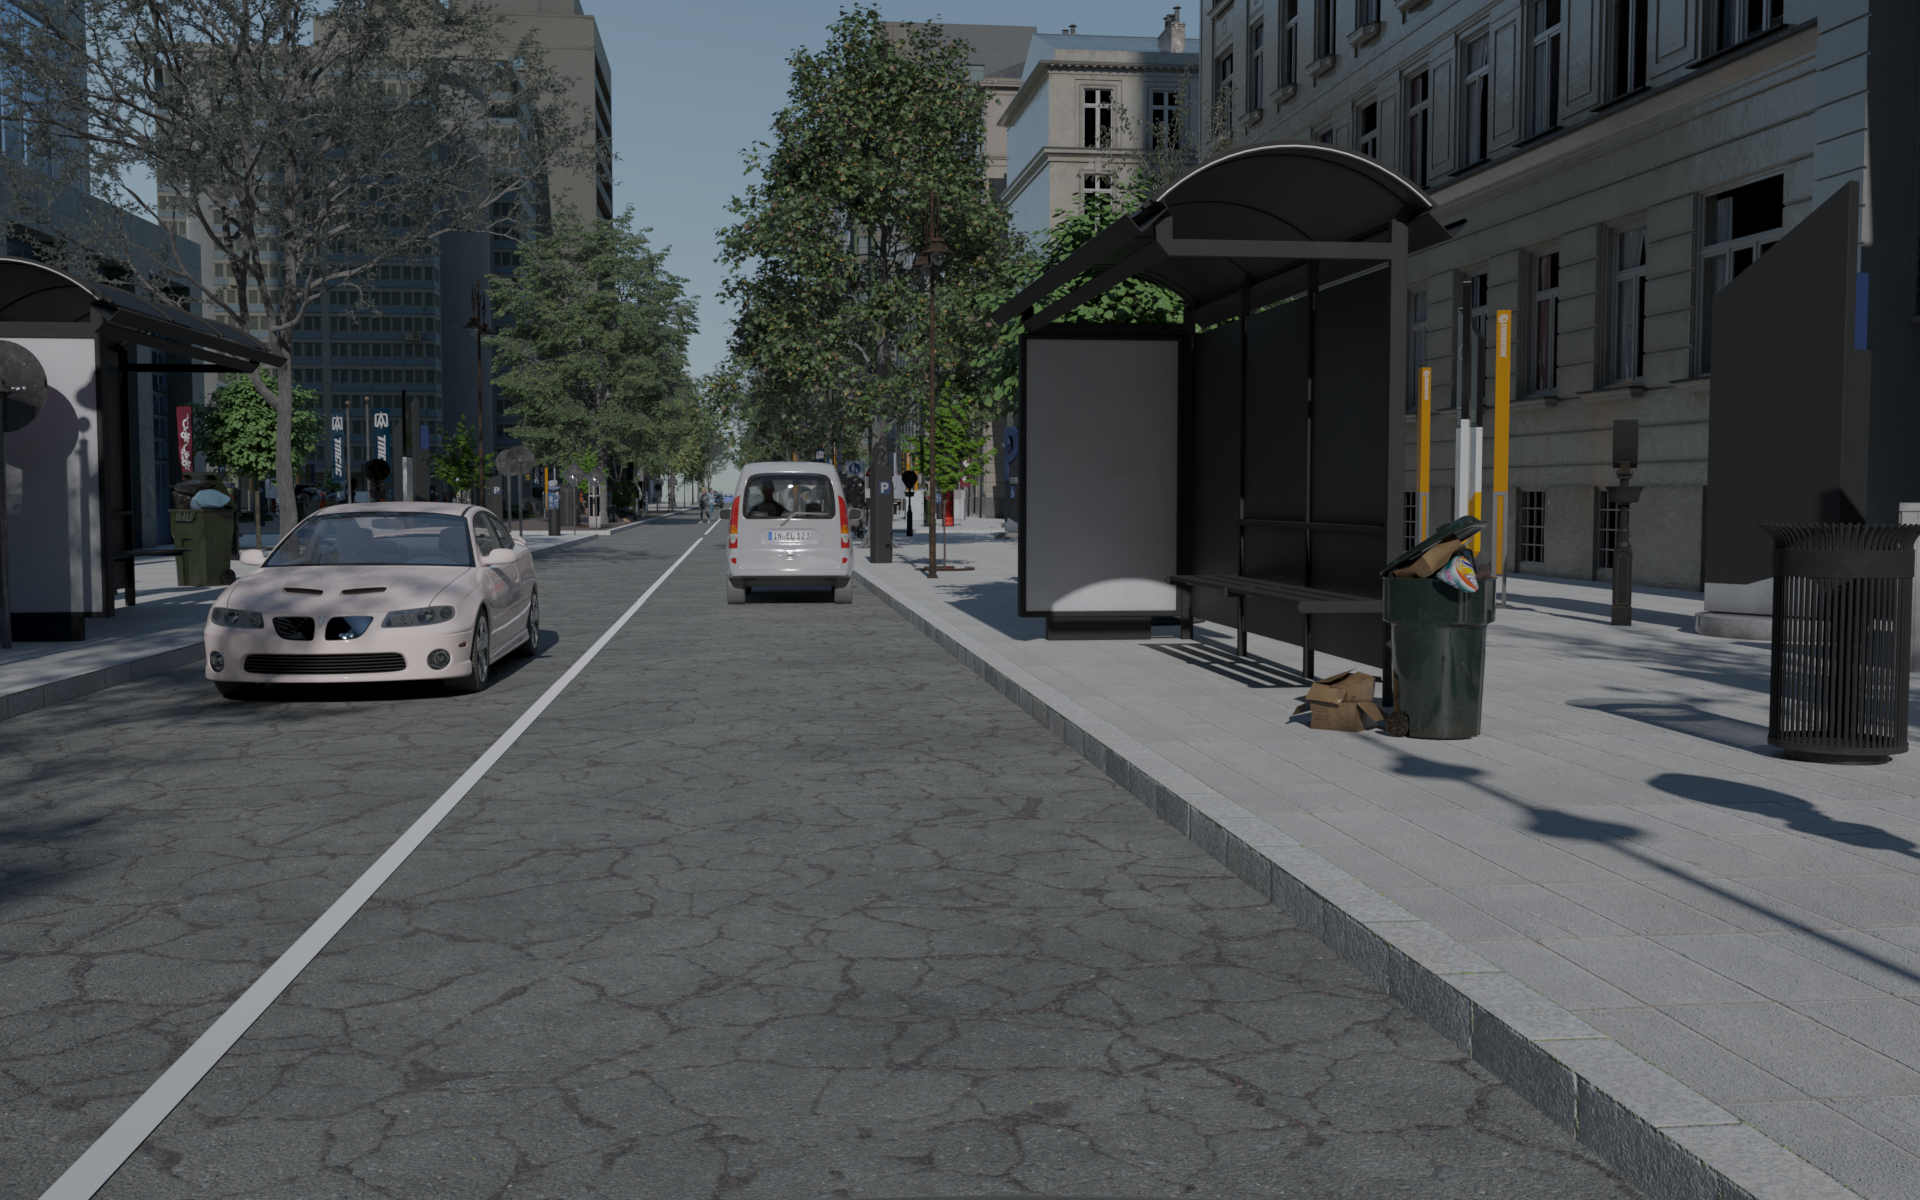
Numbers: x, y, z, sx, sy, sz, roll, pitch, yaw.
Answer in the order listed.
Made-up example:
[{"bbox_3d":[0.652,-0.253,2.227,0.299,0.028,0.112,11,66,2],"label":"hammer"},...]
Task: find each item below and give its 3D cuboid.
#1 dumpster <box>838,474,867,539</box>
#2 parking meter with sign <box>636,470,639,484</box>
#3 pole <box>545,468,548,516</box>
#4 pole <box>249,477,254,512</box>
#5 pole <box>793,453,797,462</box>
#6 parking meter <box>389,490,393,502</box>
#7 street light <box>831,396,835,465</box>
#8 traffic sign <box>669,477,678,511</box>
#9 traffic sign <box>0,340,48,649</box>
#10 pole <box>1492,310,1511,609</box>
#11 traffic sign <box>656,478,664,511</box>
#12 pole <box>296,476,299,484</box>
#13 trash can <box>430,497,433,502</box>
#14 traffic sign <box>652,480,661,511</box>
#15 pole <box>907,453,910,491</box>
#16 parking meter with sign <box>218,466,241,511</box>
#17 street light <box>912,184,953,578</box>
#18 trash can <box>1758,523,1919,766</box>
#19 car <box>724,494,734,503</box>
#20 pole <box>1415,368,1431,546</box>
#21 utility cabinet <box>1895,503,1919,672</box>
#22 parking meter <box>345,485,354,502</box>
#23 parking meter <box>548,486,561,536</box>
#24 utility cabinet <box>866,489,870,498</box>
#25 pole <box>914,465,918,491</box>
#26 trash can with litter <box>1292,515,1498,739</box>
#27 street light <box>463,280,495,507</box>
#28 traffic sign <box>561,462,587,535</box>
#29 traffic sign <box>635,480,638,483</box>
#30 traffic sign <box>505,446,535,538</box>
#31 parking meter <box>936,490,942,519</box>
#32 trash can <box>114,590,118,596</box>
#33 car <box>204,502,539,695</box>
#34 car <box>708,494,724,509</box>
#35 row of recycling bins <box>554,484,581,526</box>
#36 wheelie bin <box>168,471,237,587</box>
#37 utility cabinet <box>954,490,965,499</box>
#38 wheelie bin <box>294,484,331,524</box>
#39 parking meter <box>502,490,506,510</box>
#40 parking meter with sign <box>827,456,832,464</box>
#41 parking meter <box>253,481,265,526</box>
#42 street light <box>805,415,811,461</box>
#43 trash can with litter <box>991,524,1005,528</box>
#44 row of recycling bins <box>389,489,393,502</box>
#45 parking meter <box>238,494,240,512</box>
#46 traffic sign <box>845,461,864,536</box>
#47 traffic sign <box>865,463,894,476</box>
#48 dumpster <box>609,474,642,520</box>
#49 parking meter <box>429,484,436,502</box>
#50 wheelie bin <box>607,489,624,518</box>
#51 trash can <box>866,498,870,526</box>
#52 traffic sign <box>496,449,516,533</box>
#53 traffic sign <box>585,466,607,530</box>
[{"bbox_3d":[-3.323,-2.688,49.712,1.264,1.857,1.865,0,4,-7],"label":"dumpster"},{"bbox_3d":[-23.082,-7.779,123.448,0.543,3.016,1.738,1,4,12],"label":"parking meter with sign"},{"bbox_3d":[-23.836,-6.481,99.809,0.158,3.312,0.155,0,3,0],"label":"pole"},{"bbox_3d":[-43.330,-6.851,105.856,0.158,3.312,0.155,0,3,0],"label":"pole"},{"bbox_3d":[-8.019,-5.537,84.381,0.158,3.312,0.155,0,3,0],"label":"pole"},{"bbox_3d":[-38.147,-6.606,116.415,0.372,1.533,0.369,0,3,0],"label":"parking meter"},{"bbox_3d":[-4.020,-5.016,54.795,0.468,5.910,1.993,0,4,-7],"label":"street light"},{"bbox_3d":[-22.039,-8.119,132.847,0.768,2.556,0.104,0,4,0],"label":"traffic sign"},{"bbox_3d":[-7.931,-0.870,14.324,0.768,2.556,0.104,0,4,-4],"label":"traffic sign"},{"bbox_3d":[6.040,-1.559,19.331,0.158,3.312,0.155,0,3,0],"label":"pole"},{"bbox_3d":[-23.465,-8.258,135.120,0.768,2.556,0.104,0,4,-5],"label":"traffic sign"},{"bbox_3d":[-47.754,-8.017,124.920,0.158,3.312,0.155,0,3,0],"label":"pole"},{"bbox_3d":[-28.172,-4.880,91.441,0.748,1.137,0.748,0,3,0],"label":"trash can"},{"bbox_3d":[-22.458,-7.713,128.235,0.606,2.300,0.079,0,4,-7],"label":"traffic sign"},{"bbox_3d":[-2.540,-5.599,85.385,0.158,3.312,0.155,0,3,0],"label":"pole"},{"bbox_3d":[-47.296,-7.083,112.067,1.738,3.016,0.543,1,4,13],"label":"parking meter with sign"},{"bbox_3d":[-0.419,-3.269,26.230,0.468,5.910,1.993,0,4,-7],"label":"street light"},{"bbox_3d":[4.251,0.201,8.366,0.748,1.137,0.748,0,3,0],"label":"trash can"},{"bbox_3d":[-36.339,-16.029,271.668,1.945,1.707,3.694,0,4,-7],"label":"car"},{"bbox_3d":[7.499,-2.092,28.054,0.158,3.312,0.155,0,3,0],"label":"pole"},{"bbox_3d":[7.296,-0.076,12.397,1.020,1.237,0.306,2,4,34],"label":"utility cabinet"},{"bbox_3d":[-32.191,-5.235,91.296,0.399,1.863,0.255,1,4,15],"label":"parking meter"},{"bbox_3d":[-12.423,-2.728,53.018,0.372,1.533,0.369,0,3,0],"label":"parking meter"},{"bbox_3d":[-3.900,-3.781,70.491,0.318,1.500,1.173,3,4,39],"label":"utility cabinet"},{"bbox_3d":[-2.305,-5.929,90.785,0.158,3.312,0.155,0,3,0],"label":"pole"},{"bbox_3d":[2.307,0.130,9.264,1.055,1.170,0.624,2,4,33],"label":"trash can with litter"},{"bbox_3d":[-10.395,-3.960,37.541,0.468,5.910,1.993,0,4,-7],"label":"street light"},{"bbox_3d":[-12.068,-3.093,54.220,0.795,2.450,0.064,0,4,-7],"label":"traffic sign"},{"bbox_3d":[-24.055,-7.822,127.887,0.884,2.594,0.081,0,4,1],"label":"traffic sign"},{"bbox_3d":[-11.567,-2.780,45.566,0.768,2.556,0.104,0,4,-6],"label":"traffic sign"},{"bbox_3d":[-1.023,-4.873,88.080,0.372,1.533,0.369,0,3,0],"label":"parking meter"},{"bbox_3d":[-10.490,-0.562,20.847,0.748,1.137,0.748,0,3,0],"label":"trash can"},{"bbox_3d":[-4.533,-0.095,13.919,2.083,1.381,4.827,0,4,-6],"label":"car"},{"bbox_3d":[-24.551,-9.989,173.104,2.009,1.686,4.222,0,4,-5],"label":"car"},{"bbox_3d":[-16.224,-3.898,70.843,1.069,1.692,3.534,-1,4,-20],"label":"row of recycling bins"},{"bbox_3d":[-10.561,-0.994,24.166,0.980,1.594,0.693,1,4,23],"label":"wheelie bin"},{"bbox_3d":[-0.156,-4.971,89.955,0.318,1.500,1.173,-2,4,-33],"label":"utility cabinet"},{"bbox_3d":[-19.597,-2.694,51.947,0.693,1.594,0.980,2,4,31],"label":"wheelie bin"},{"bbox_3d":[-32.286,-6.969,122.359,0.372,1.533,0.369,0,3,0],"label":"parking meter"},{"bbox_3d":[-5.895,-5.123,80.025,0.543,3.016,1.738,0,4,-7],"label":"parking meter with sign"},{"bbox_3d":[-27.917,-3.872,69.019,0.255,1.863,0.399,3,5,40],"label":"parking meter"},{"bbox_3d":[-7.110,-6.571,80.217,0.468,5.910,1.993,0,4,-7],"label":"street light"},{"bbox_3d":[2.176,-3.351,65.843,2.233,1.210,1.678,3,5,42],"label":"trash can with litter"},{"bbox_3d":[-39.893,-7.118,123.490,1.069,1.692,3.534,0,4,-4],"label":"row of recycling bins"},{"bbox_3d":[-48.701,-6.624,116.715,0.372,1.533,0.369,0,3,0],"label":"parking meter"},{"bbox_3d":[-3.213,-3.110,52.980,0.606,2.300,0.079,0,4,2],"label":"traffic sign"},{"bbox_3d":[-2.396,-3.162,51.708,0.884,2.594,0.081,0,4,1],"label":"traffic sign"},{"bbox_3d":[-16.421,-5.042,84.937,1.502,2.255,1.985,0,4,-7],"label":"dumpster"},{"bbox_3d":[-30.738,-5.814,100.766,0.399,1.863,0.255,-2,4,-30],"label":"parking meter"},{"bbox_3d":[-17.741,-4.980,89.332,0.980,1.594,0.693,-1,4,-23],"label":"wheelie bin"},{"bbox_3d":[-3.308,-3.323,65.990,0.748,1.137,0.748,0,3,0],"label":"trash can"},{"bbox_3d":[-12.789,-2.999,49.148,0.768,2.556,0.104,0,3,0],"label":"traffic sign"},{"bbox_3d":[-13.055,-3.578,62.145,0.795,2.450,0.064,0,4,-7],"label":"traffic sign"}]
